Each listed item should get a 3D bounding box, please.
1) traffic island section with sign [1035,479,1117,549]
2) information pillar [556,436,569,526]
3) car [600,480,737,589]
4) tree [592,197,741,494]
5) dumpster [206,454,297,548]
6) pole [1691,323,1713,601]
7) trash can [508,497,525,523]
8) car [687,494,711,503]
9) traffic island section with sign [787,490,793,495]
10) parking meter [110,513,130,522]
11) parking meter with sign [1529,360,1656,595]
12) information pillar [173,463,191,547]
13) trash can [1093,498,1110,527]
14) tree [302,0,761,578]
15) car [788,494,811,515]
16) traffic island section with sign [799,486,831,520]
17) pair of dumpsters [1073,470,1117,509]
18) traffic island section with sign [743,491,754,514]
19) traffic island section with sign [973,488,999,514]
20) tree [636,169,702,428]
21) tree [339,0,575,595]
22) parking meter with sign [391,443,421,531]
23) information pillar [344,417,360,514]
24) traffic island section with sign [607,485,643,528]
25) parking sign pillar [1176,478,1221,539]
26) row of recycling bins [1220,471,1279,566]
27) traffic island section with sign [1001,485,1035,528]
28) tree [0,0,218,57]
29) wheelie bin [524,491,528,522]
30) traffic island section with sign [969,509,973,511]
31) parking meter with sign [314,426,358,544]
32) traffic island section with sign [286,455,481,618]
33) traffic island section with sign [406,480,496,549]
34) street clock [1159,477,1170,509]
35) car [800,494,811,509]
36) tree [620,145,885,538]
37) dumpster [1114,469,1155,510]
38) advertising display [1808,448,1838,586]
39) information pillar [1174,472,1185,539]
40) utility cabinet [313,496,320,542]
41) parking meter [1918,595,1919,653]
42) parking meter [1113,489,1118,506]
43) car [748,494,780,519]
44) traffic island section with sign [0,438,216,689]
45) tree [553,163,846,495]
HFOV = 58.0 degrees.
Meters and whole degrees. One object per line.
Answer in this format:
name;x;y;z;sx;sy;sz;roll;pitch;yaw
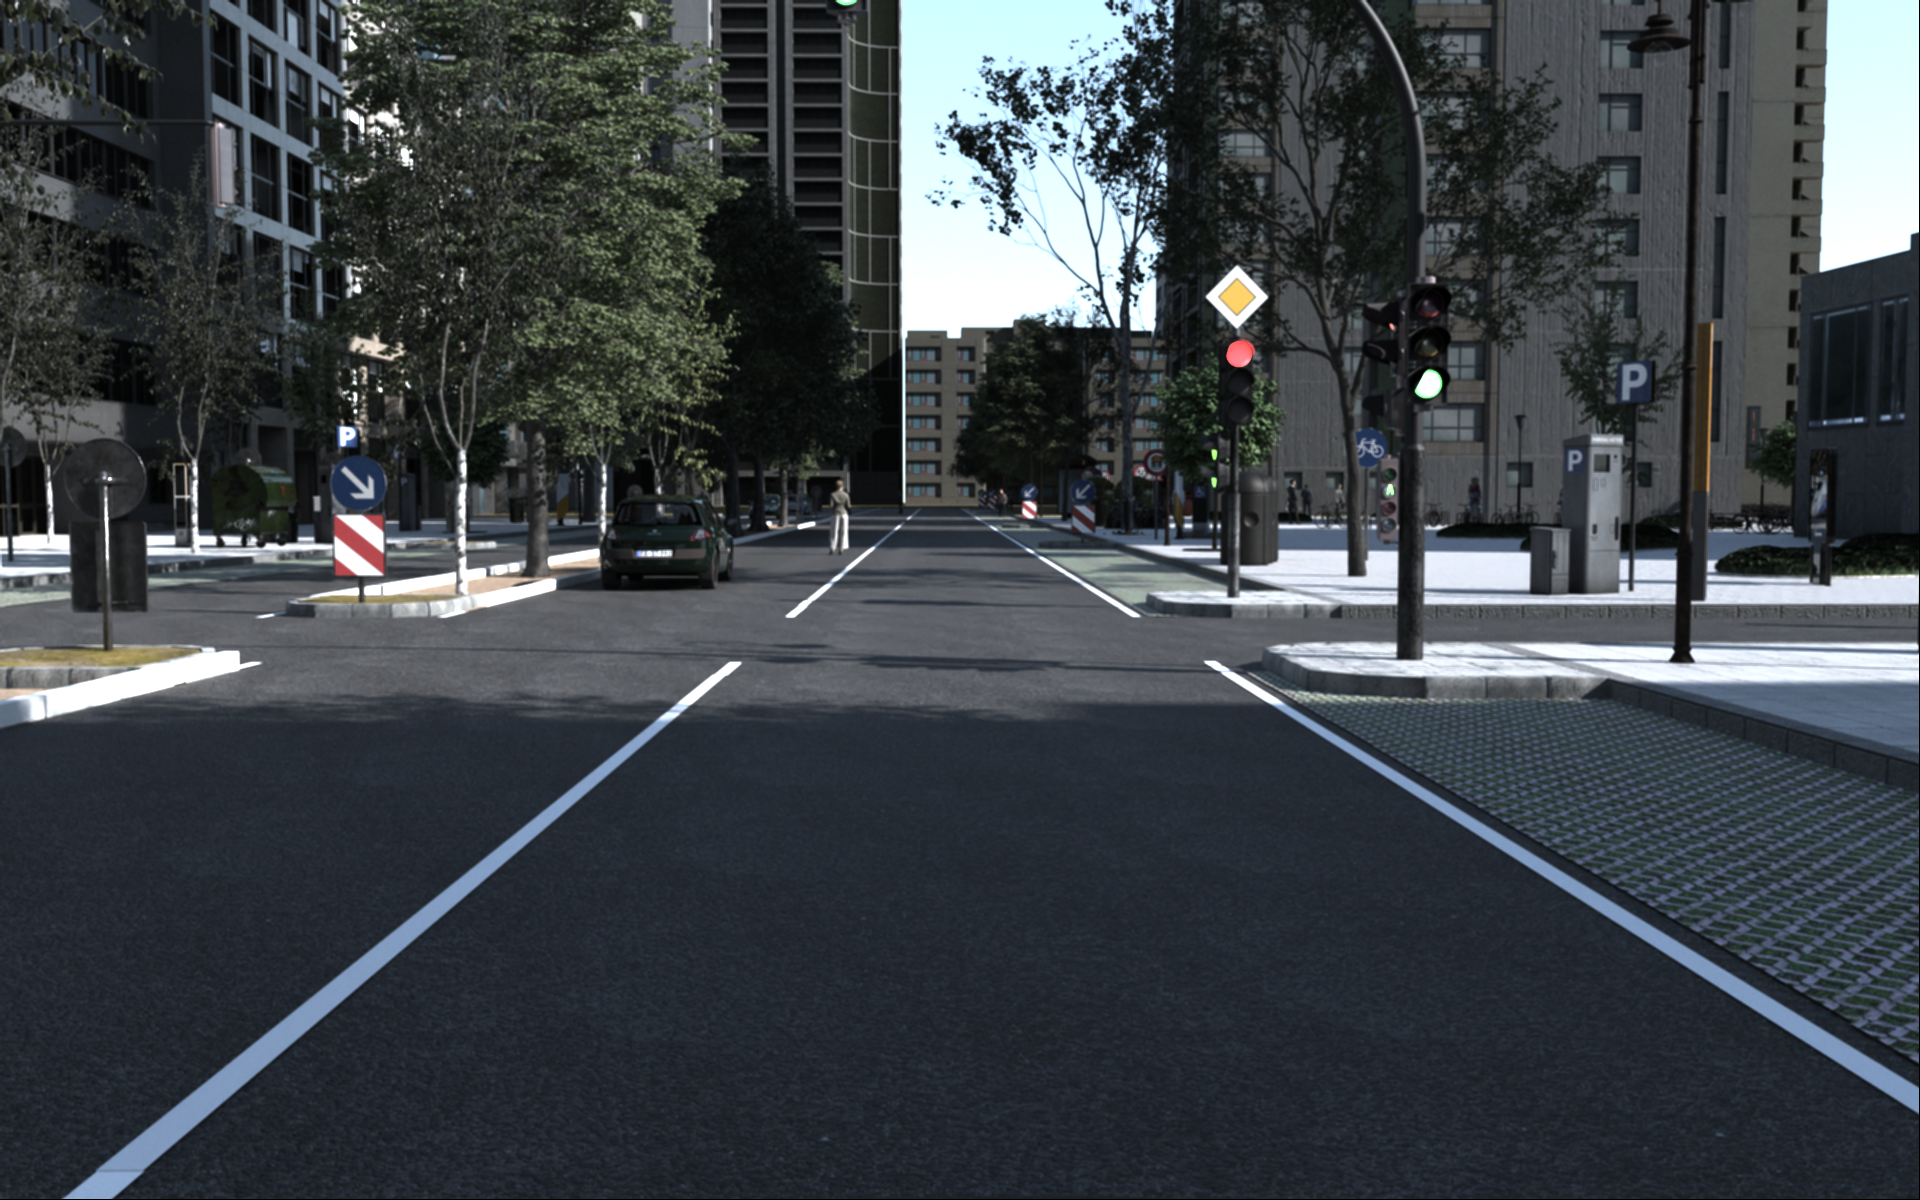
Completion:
traffic island section with sign;3.105;-2.290;46.064;1.989;1.847;2.006;0;4;-1
information pillar;-16.074;-4.808;69.957;0.504;3.616;0.183;-2;4;-32
car;-4.585;-1.080;27.446;2.009;1.686;4.222;0;4;-3
tree;-7.203;-5.408;41.239;4.737;8.622;4.395;0;3;0
dumpster;-17.126;-2.407;41.854;1.502;2.255;1.985;0;4;-1
pole;8.894;-1.646;20.761;0.158;3.312;0.155;0;3;0
trash can;-19.440;-3.934;75.975;0.748;1.137;0.748;0;3;0
car;-14.192;-5.031;92.048;2.009;1.686;4.222;0;4;-2
traffic island section with sign;-14.733;-8.659;150.202;1.989;1.847;2.006;0;4;-1
parking meter;-17.403;-1.679;35.870;0.372;1.533;0.369;0;3;0
parking meter with sign;8.149;-1.598;22.389;1.738;3.016;0.543;-2;4;-29
information pillar;-18.705;-2.274;41.669;0.304;2.012;0.304;0;4;-7
trash can;5.495;-3.426;67.671;0.748;1.137;0.748;0;3;0
tree;-7.360;-6.677;29.746;7.486;12.596;7.792;0;3;0
car;-11.296;-6.570;119.427;2.014;1.417;4.499;0;4;0
traffic island section with sign;-8.022;-5.382;96.130;2.006;1.907;1.989;0;4;-1
pair of dumpsters;5.696;-4.341;73.465;1.574;2.255;4.437;0;4;-1
traffic island section with sign;-14.385;-7.011;123.249;1.989;1.847;2.006;0;4;-1
traffic island section with sign;2.136;-7.014;123.311;1.989;1.847;2.006;0;4;-1
tree;-7.429;-5.080;35.877;4.360;8.622;3.978;0;3;0
tree;-6.895;-4.345;23.860;4.360;8.622;3.978;0;3;0
parking meter with sign;-19.225;-3.916;60.287;0.543;3.016;1.738;0;4;-1
information pillar;-18.485;-3.752;52.699;0.183;3.616;0.504;3;5;43
traffic island section with sign;-13.763;-3.951;73.223;1.989;1.847;2.006;0;4;-1
parking sign pillar;7.040;-3.791;50.458;1.447;3.967;1.447;1;4;12
row of recycling bins;5.486;-1.560;32.625;1.069;1.692;3.534;1;4;13
traffic island section with sign;2.773;-3.938;73.018;1.989;1.847;2.006;0;4;-1
tree;-6.586;-3.497;9.995;4.360;8.622;3.978;0;3;0
wheelie bin;-19.275;-4.304;78.271;0.693;1.594;0.980;3;5;40
traffic island section with sign;1.787;-8.669;150.368;1.989;1.847;2.006;0;4;-1
parking meter with sign;-16.287;-2.982;45.014;0.543;3.016;1.738;-3;5;-45
traffic island section with sign;-7.069;-0.787;20.997;2.006;1.907;1.989;0;4;-1
traffic island section with sign;-13.415;-2.279;45.897;1.989;1.847;2.006;0;4;-1
street clock;8.514;-4.132;72.131;0.471;2.002;0.358;0;4;6
car;-15.084;-9.536;164.713;1.959;1.807;4.718;0;4;0
tree;-7.477;-8.396;56.740;9.611;12.733;9.660;0;3;0
dumpster;6.938;-4.048;68.675;1.502;2.255;1.985;0;4;-1
advertising display;12.215;-1.182;24.542;0.123;1.923;0.974;1;4;12
information pillar;6.218;-3.536;49.175;0.183;3.616;0.504;2;4;28
utility cabinet;-17.300;-2.203;47.185;0.306;1.237;1.020;0;4;-3
parking meter;7.946;-0.502;13.919;0.399;1.863;0.255;-2;4;-26
parking meter;6.864;-4.216;77.339;0.372;1.533;0.369;0;3;0
car;-11.162;-5.428;100.552;2.131;1.459;4.920;0;4;0
traffic island section with sign;-6.985;-0.334;13.590;2.006;1.907;1.989;0;4;-1
tree;-7.246;-6.762;47.436;8.767;10.594;7.601;0;4;-1
